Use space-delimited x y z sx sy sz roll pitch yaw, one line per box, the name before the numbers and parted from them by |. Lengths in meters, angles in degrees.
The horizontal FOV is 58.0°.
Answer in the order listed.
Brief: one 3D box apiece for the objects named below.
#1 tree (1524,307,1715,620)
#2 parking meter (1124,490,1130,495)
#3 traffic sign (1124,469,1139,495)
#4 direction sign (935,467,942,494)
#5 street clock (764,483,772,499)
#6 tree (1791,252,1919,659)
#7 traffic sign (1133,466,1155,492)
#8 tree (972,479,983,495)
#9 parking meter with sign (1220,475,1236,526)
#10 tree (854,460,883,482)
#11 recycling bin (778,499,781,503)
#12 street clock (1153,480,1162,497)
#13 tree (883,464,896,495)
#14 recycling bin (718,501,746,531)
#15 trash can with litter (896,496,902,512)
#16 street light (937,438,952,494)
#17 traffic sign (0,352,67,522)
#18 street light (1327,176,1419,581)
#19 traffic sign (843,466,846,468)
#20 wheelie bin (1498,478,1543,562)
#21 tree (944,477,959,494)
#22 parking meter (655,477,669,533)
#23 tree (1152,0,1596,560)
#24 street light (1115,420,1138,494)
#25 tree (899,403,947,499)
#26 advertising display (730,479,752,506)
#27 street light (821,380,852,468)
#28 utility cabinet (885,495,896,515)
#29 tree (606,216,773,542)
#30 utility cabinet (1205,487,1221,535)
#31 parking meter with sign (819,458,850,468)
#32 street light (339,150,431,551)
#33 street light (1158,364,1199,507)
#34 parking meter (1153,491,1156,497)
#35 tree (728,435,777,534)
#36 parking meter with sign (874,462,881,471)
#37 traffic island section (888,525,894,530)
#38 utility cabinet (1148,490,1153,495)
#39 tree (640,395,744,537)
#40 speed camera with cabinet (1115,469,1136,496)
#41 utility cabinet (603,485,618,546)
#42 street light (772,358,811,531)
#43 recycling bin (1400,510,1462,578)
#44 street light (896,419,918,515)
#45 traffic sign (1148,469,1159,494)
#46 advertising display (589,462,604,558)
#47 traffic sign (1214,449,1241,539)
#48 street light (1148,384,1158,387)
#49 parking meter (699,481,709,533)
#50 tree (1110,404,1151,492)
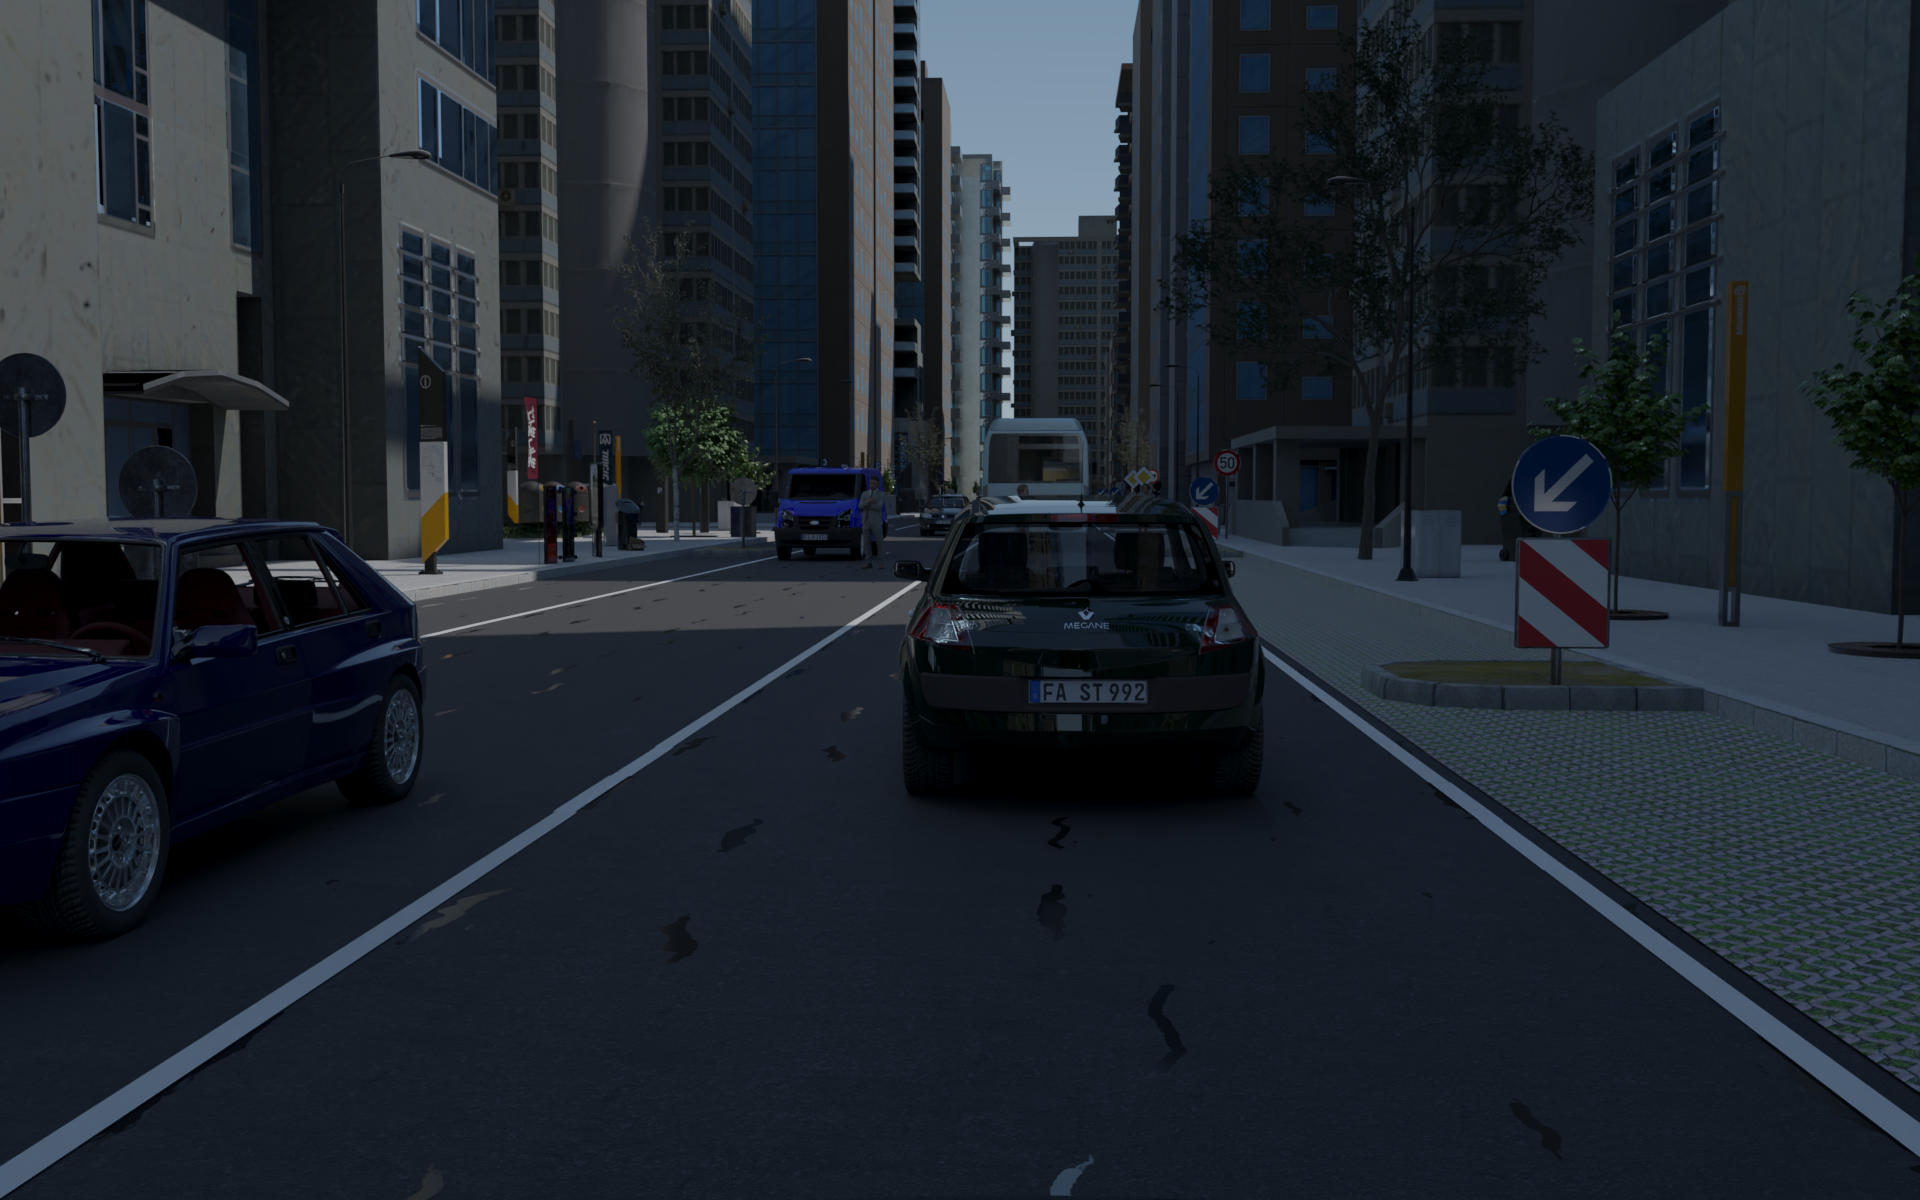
tree | 6.868 -1.438 18.119 1.663 3.219 1.824 0 3 0
parking meter | 11.421 -6.739 118.588 0.372 1.533 0.369 0 3 0
traffic sign | 7.018 -4.067 70.134 0.795 2.450 0.064 0 4 3
direction sign | -1.819 -9.398 145.654 0.379 3.537 0.876 -3 5 -40
street clock | -10.702 -5.614 96.354 0.471 2.002 0.358 -1 4 -21
tree | 7.681 -1.173 13.778 1.663 3.219 1.824 0 3 0
traffic sign | 6.591 -3.579 62.160 0.795 2.450 0.064 0 4 3
tree | 2.000 -13.623 217.329 1.663 3.219 1.824 0 3 0
parking meter with sign | 11.174 -4.506 69.932 1.738 3.016 0.543 3 5 44
tree | -5.788 -6.385 98.990 1.663 3.219 1.824 0 3 0
recycling bin | -9.938 -5.266 98.658 0.722 1.027 0.722 3 4 38
street clock | 10.458 -5.335 91.802 0.358 2.002 0.471 -2 4 -32
tree | -4.731 -7.075 110.282 1.663 3.219 1.824 0 3 0
recycling bin | -7.980 -2.938 60.588 0.722 1.027 0.722 2 4 31
trash can with litter | -4.433 -6.557 118.592 0.624 1.170 1.055 1 4 17
street light | -1.331 -10.391 142.437 1.470 5.913 1.316 0 4 3
traffic sign | -8.415 -0.948 15.605 0.768 2.556 0.104 0 4 5
street light | 6.071 -3.237 25.473 1.470 5.913 1.316 0 4 3
traffic sign | -4.186 -3.615 62.755 0.795 2.450 0.064 0 4 3
wheelie bin | 10.753 -1.534 32.993 0.980 1.594 0.693 -1 4 -19
tree | -0.657 -11.044 175.176 1.663 3.219 1.824 0 3 0
parking meter | -9.869 -3.154 57.285 0.399 1.863 0.255 1 4 21
tree | 7.886 -6.048 33.290 8.767 10.594 7.601 0 4 6
street light | 10.576 -8.330 108.744 1.470 5.913 1.316 0 4 3
tree | -2.795 -11.428 137.215 4.360 8.622 3.978 0 3 0
advertising display | -7.829 -3.468 61.910 0.974 1.923 0.123 2 4 35
street light | -5.093 -6.010 70.798 1.470 5.913 1.316 0 4 3
utility cabinet | -4.375 -5.680 104.035 1.020 1.237 0.306 0 4 -8
tree | -7.450 -5.876 46.431 4.360 8.622 3.978 0 3 0
utility cabinet | 7.839 -2.760 53.810 0.318 1.500 1.173 1 4 18
parking meter with sign | -6.053 -5.365 83.973 1.738 3.016 0.543 3 5 42
street light | -7.828 -3.119 23.543 1.470 5.913 1.316 0 4 3
street light | 7.974 -5.474 62.037 1.470 5.913 1.316 0 4 3
parking meter | 10.923 -5.495 98.256 0.372 1.533 0.369 0 3 0
tree | -7.002 -3.759 56.056 1.663 3.219 1.824 0 3 0
parking meter with sign | -5.107 -5.975 93.948 1.738 3.016 0.543 3 4 36
traffic island section | -3.784 -2.967 70.792 2.009 0.180 2.903 0 4 3
utility cabinet | 9.734 -4.912 88.983 0.318 1.500 1.173 1 4 11
tree | -7.977 -4.182 52.092 4.285 4.588 4.351 0 3 0
speed camera with cabinet | 12.943 -8.628 135.404 0.660 3.252 2.038 3 5 40
utility cabinet | -8.697 -2.101 43.032 0.318 1.500 1.173 -1 4 -15
street light | -5.778 -5.312 59.388 1.470 5.913 1.316 0 4 3
recycling bin | 7.267 -0.868 26.747 0.722 1.027 0.722 0 4 -7
street light | -3.270 -8.212 106.804 1.470 5.913 1.316 0 4 3
traffic sign | 9.619 -5.309 86.908 0.768 2.556 0.104 0 4 7
advertising display | -7.417 -1.843 35.354 0.123 1.923 0.974 -1 4 -21
traffic sign | 7.618 -3.018 49.447 0.768 2.556 0.104 0 4 5
street light | 8.631 -6.151 73.111 1.470 5.913 1.316 0 4 3
parking meter | -8.473 -3.160 57.380 0.255 1.863 0.399 -1 4 -19
tree | 13.993 -11.586 139.786 4.360 8.622 3.978 0 3 0
